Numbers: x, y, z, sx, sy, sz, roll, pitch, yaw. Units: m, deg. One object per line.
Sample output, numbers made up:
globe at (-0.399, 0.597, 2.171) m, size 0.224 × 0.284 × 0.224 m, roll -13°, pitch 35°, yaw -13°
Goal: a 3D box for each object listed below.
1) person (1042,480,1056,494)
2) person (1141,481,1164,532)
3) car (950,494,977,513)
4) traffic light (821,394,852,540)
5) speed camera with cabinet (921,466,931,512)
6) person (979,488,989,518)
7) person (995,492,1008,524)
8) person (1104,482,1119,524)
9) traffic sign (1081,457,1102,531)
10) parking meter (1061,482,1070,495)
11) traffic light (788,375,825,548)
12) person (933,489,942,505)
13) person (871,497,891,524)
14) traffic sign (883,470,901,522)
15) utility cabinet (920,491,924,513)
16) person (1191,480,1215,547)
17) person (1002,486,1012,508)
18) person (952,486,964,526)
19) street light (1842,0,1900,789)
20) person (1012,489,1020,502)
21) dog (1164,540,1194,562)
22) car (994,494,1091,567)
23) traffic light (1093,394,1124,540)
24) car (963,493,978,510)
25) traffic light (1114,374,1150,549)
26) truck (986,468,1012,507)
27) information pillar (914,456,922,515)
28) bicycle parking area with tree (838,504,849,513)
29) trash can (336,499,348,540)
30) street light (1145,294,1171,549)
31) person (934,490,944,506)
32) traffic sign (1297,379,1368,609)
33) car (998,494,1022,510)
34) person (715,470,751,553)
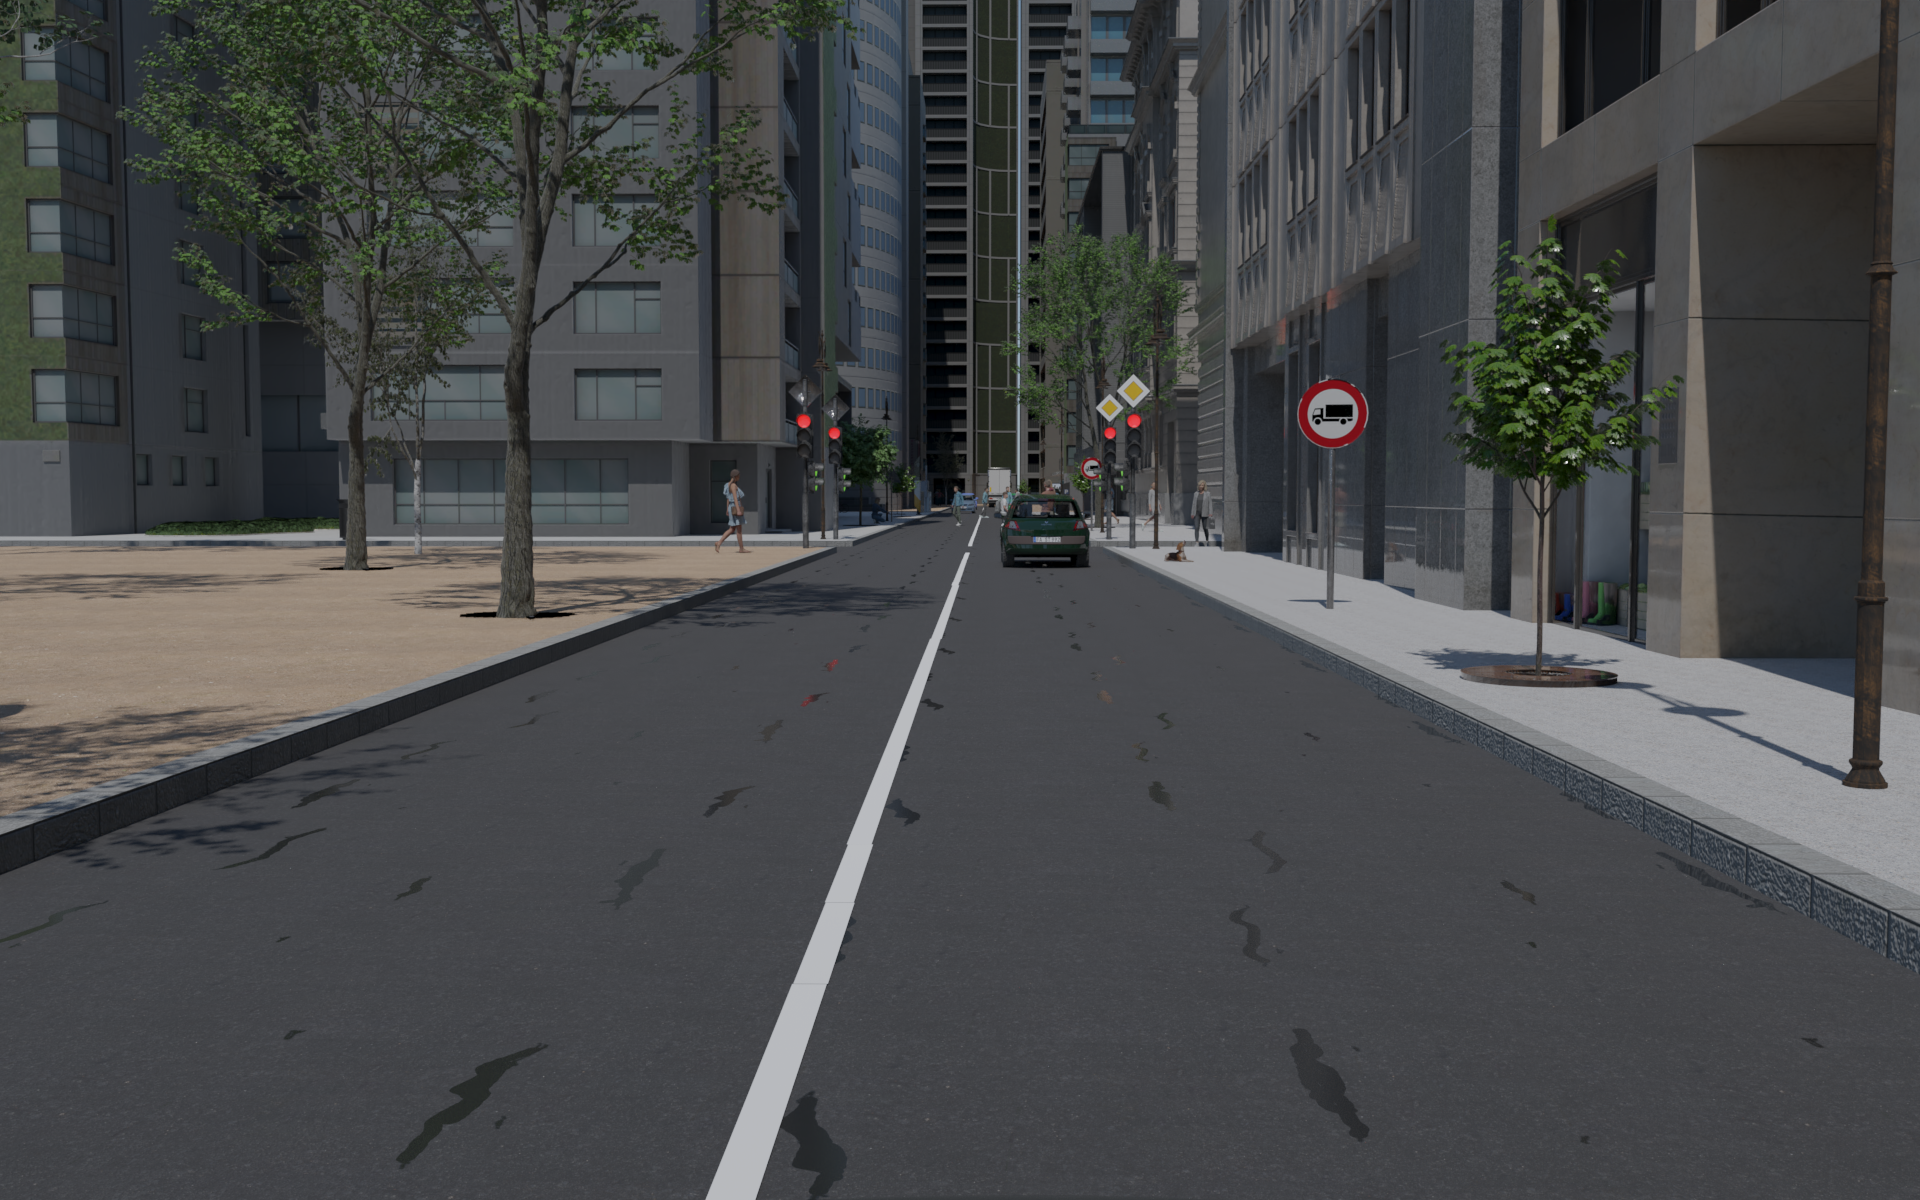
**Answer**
person at (2.454, -2.415, 47.953) m, size 0.573 × 1.828 × 0.580 m, roll 0°, pitch 4°, yaw -5°
person at (6.555, -3.191, 58.971) m, size 0.760 × 1.731 × 0.466 m, roll 1°, pitch 4°, yaw 9°
car at (0.276, -7.179, 129.375) m, size 2.014 × 1.417 × 4.499 m, roll 0°, pitch 4°, yaw 2°
traffic light at (-3.487, -3.659, 48.753) m, size 0.839 × 4.253 × 0.868 m, roll 0°, pitch 4°, yaw 1°
speed camera with cabinet at (-2.442, -7.769, 121.360) m, size 0.660 × 3.252 × 2.038 m, roll 0°, pitch 4°, yaw 7°
person at (1.467, -5.912, 105.183) m, size 0.620 × 1.820 × 0.660 m, roll 0°, pitch 4°, yaw 3°
person at (1.450, -2.839, 57.507) m, size 0.503 × 1.515 × 0.523 m, roll 3°, pitch 5°, yaw 44°
person at (6.409, -4.105, 73.253) m, size 0.778 × 1.811 × 0.616 m, roll 2°, pitch 4°, yaw 28°
traffic sign at (4.567, -3.663, 60.000) m, size 0.768 × 2.556 × 0.104 m, roll 0°, pitch 4°, yaw 6°
parking meter at (5.134, -4.813, 84.411) m, size 0.399 × 1.863 × 0.255 m, roll -1°, pitch 4°, yaw -11°
traffic light at (-3.621, -3.171, 40.769) m, size 0.839 × 4.253 × 0.868 m, roll 0°, pitch 4°, yaw 1°
person at (-2.566, -11.642, 196.468) m, size 1.350 × 1.814 × 0.705 m, roll 3°, pitch 5°, yaw 40°
person at (-3.532, -3.892, 75.175) m, size 0.738 × 1.151 × 1.012 m, roll -1°, pitch 4°, yaw -23°
traffic sign at (-3.163, -4.895, 80.032) m, size 0.884 × 2.594 × 0.081 m, roll 1°, pitch 4°, yaw 9°
utility cabinet at (-2.688, -6.719, 118.540) m, size 0.318 × 1.500 × 1.173 m, roll 1°, pitch 4°, yaw 10°
person at (6.496, -2.280, 45.966) m, size 0.709 × 1.800 × 0.728 m, roll 2°, pitch 4°, yaw 29°
person at (2.576, -5.180, 93.061) m, size 0.638 × 1.841 × 0.748 m, roll 3°, pitch 5°, yaw 43°
person at (-0.082, -4.272, 78.697) m, size 0.444 × 1.785 × 0.601 m, roll -2°, pitch 4°, yaw -31°
street light at (3.976, -2.119, 7.430) m, size 0.468 × 5.910 × 1.993 m, roll 0°, pitch 4°, yaw 1°
person at (3.726, -6.312, 111.978) m, size 0.850 × 1.792 × 0.678 m, roll 2°, pitch 4°, yaw 26°
dog at (4.155, -0.929, 32.930) m, size 0.550 × 0.427 × 0.748 m, roll 0°, pitch 4°, yaw 4°
car at (1.693, -1.554, 35.201) m, size 2.009 × 1.686 × 4.222 m, roll 0°, pitch 4°, yaw 1°
traffic light at (4.173, -3.653, 48.641) m, size 0.839 × 4.253 × 0.868 m, roll 0°, pitch 4°, yaw 1°
car at (0.705, -9.091, 158.231) m, size 1.945 × 1.707 × 3.694 m, roll 0°, pitch 4°, yaw 1°
traffic light at (4.039, -3.164, 40.657) m, size 0.839 × 4.253 × 0.868 m, roll 0°, pitch 4°, yaw 1°
truck at (4.276, -12.205, 188.464) m, size 2.839 × 4.237 × 11.283 m, roll 0°, pitch 4°, yaw 1°
information pillar at (-2.594, -7.029, 106.270) m, size 0.504 × 3.616 × 0.183 m, roll 3°, pitch 5°, yaw 45°
bicycle parking area with tree at (-12.334, -8.129, 119.917) m, size 9.016 × 4.147 × 8.231 m, roll 0°, pitch 4°, yaw -7°
trash can at (-17.055, -2.252, 48.466) m, size 0.748 × 1.137 × 0.748 m, roll 0°, pitch 3°, yaw 0°
street light at (4.579, -4.128, 40.284) m, size 0.468 × 5.910 × 1.993 m, roll 0°, pitch 4°, yaw 1°
person at (-2.274, -11.183, 189.609) m, size 1.217 × 1.743 × 0.721 m, roll -1°, pitch 4°, yaw -11°
traffic sign at (4.132, -1.171, 19.256) m, size 0.768 × 2.556 × 0.104 m, roll 1°, pitch 4°, yaw 11°
car at (3.601, -6.717, 118.613) m, size 1.959 × 1.807 × 4.718 m, roll 0°, pitch 4°, yaw 0°
person at (-4.908, -1.916, 37.469) m, size 0.778 × 1.811 × 0.616 m, roll -1°, pitch 4°, yaw -16°
